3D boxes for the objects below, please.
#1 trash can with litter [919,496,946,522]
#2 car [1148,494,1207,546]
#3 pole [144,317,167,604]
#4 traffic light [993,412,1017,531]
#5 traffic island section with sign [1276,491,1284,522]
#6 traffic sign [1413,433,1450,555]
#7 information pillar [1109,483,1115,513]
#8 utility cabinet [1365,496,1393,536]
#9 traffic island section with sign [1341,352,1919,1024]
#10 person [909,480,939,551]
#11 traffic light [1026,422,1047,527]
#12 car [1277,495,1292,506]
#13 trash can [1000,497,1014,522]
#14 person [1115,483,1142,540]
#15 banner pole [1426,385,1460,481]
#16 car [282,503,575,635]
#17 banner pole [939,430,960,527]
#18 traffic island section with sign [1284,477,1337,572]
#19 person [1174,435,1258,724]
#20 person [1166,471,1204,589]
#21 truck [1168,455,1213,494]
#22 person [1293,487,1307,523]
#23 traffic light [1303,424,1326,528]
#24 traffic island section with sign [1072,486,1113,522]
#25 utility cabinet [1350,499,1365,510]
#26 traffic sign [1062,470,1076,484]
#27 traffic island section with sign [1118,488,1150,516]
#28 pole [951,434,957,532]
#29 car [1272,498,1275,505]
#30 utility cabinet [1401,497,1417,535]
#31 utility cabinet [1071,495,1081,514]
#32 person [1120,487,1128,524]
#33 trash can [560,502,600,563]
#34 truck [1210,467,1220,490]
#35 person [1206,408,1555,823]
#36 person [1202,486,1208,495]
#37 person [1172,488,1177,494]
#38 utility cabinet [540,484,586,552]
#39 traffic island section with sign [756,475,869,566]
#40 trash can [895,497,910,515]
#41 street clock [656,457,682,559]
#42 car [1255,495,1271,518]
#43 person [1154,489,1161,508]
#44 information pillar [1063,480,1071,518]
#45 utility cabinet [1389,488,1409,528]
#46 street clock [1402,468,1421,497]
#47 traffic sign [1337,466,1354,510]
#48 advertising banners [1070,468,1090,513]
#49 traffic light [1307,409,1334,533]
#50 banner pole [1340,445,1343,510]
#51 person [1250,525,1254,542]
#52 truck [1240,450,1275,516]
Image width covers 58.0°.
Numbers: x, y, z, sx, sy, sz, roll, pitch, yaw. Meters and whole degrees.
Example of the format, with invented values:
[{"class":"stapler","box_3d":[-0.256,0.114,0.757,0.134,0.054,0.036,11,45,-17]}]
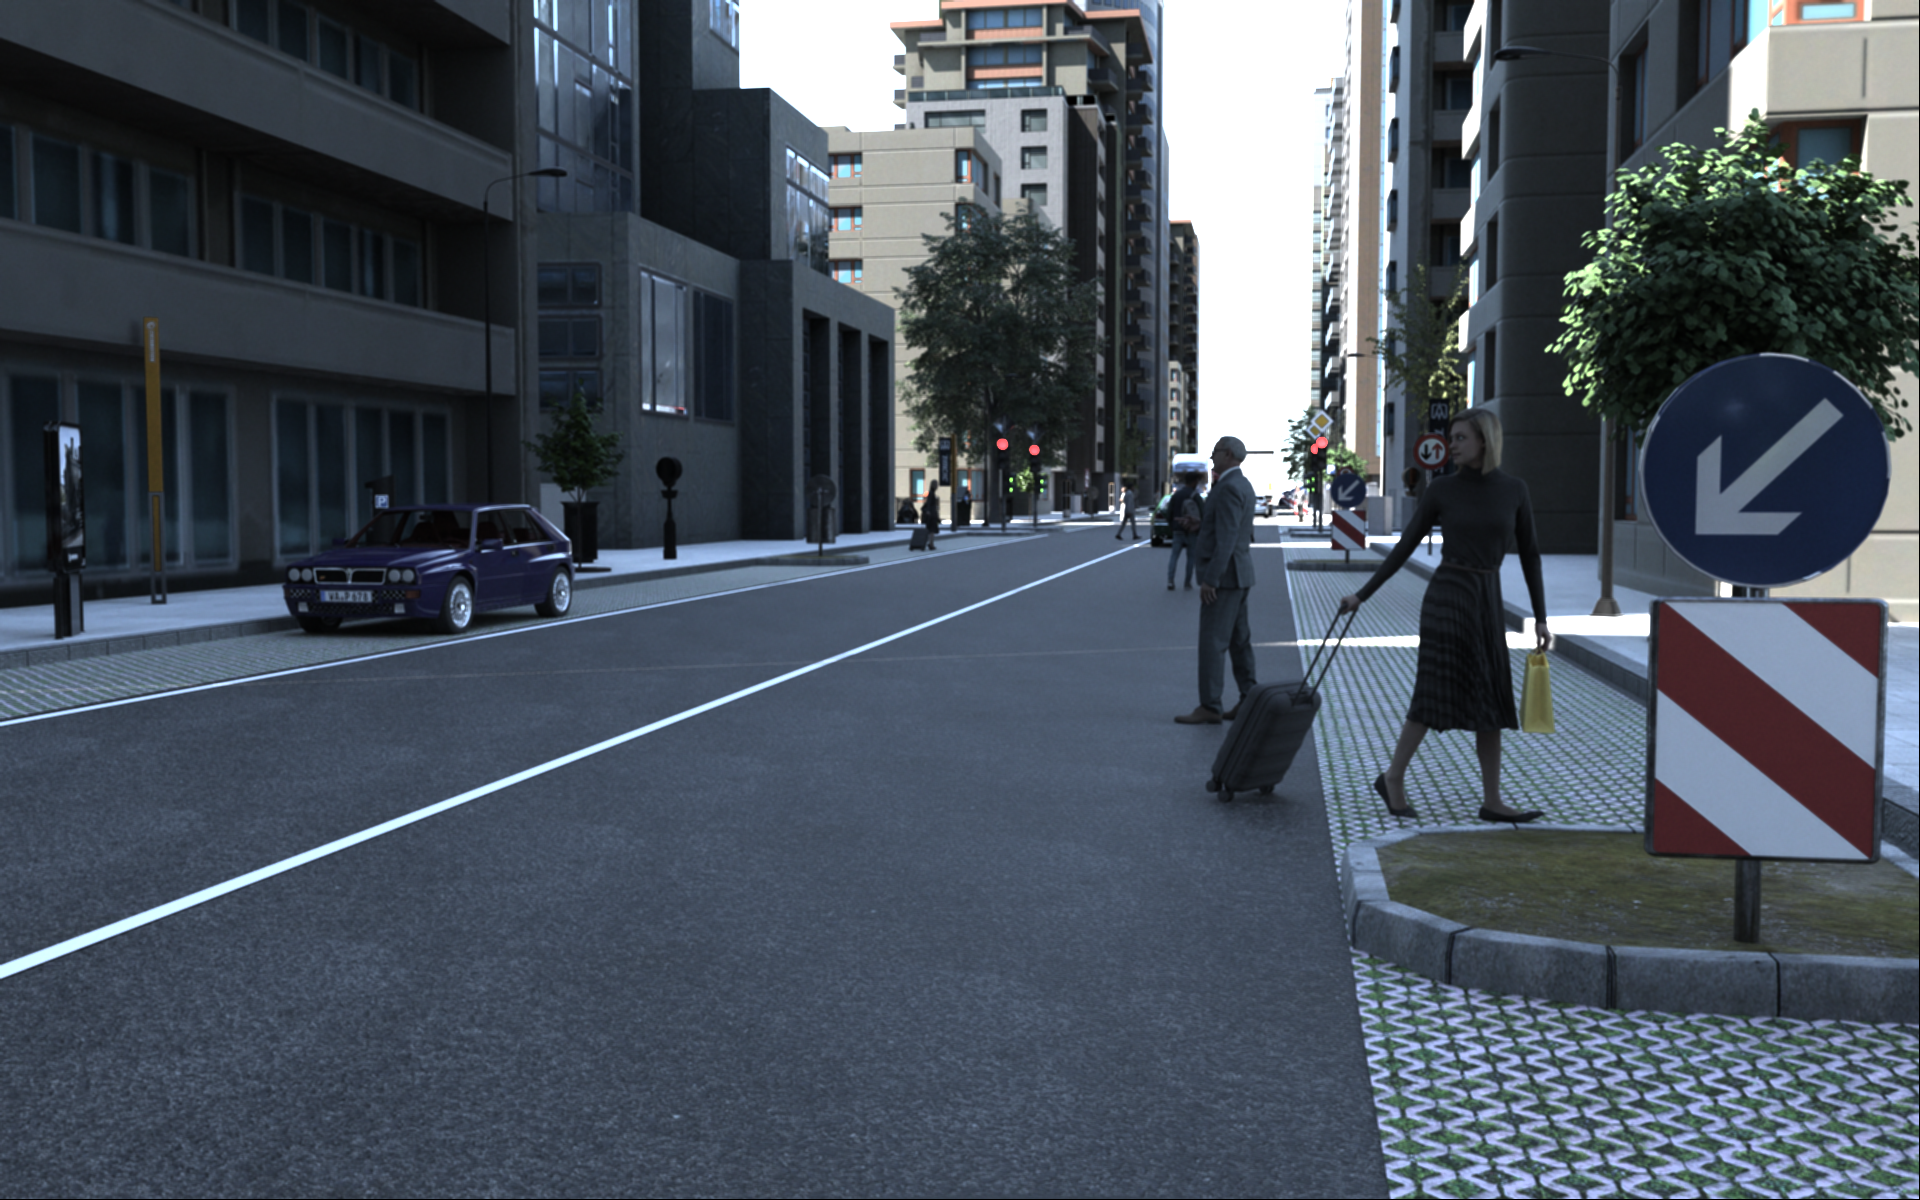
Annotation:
[{"class":"trash can with litter","box_3d":[-1.463,-4.293,81.255,1.678,1.210,2.233,3,4,37]},{"class":"car","box_3d":[6.330,-2.253,48.640,2.131,1.459,4.920,1,4,9]},{"class":"pole","box_3d":[-9.349,-1.607,20.118,0.158,3.312,0.155,0,3,0]},{"class":"traffic light","box_3d":[1.522,-4.307,59.339,0.839,4.253,0.868,1,4,10]},{"class":"traffic island section with sign","box_3d":[17.143,-4.840,87.756,1.989,1.847,2.006,1,4,10]},{"class":"traffic sign","box_3d":[9.881,-2.216,36.337,0.768,2.556,0.104,1,4,12]},{"class":"information pillar","box_3d":[10.346,-6.923,117.685,0.304,2.012,0.304,2,4,29]},{"class":"utility cabinet","box_3d":[12.959,-2.585,53.427,0.306,1.237,1.020,-1,4,-17]},{"class":"traffic island section with sign","box_3d":[2.288,0.182,5.654,1.989,1.847,2.006,1,4,10]},{"class":"person","box_3d":[-0.872,-2.152,43.896,0.699,1.804,1.509,2,4,29]},{"class":"traffic light","box_3d":[2.944,-4.788,67.197,0.839,4.253,0.868,1,4,10]},{"class":"car","box_3d":[36.481,-11.086,193.837,1.945,1.354,3.894,1,4,10]},{"class":"trash can","box_3d":[2.085,-4.116,78.947,0.748,1.137,0.748,0,3,0]},{"class":"person","box_3d":[5.287,-2.788,54.351,0.850,1.792,0.678,-1,4,-18]},{"class":"banner pole","box_3d":[11.196,-3.053,39.934,0.863,3.779,0.401,0,4,2]},{"class":"car","box_3d":[-5.676,-0.387,18.907,1.945,1.354,3.894,1,4,11]},{"class":"banner pole","box_3d":[-0.425,-4.726,67.289,0.863,3.779,0.401,1,4,12]},{"class":"traffic island section with sign","box_3d":[7.184,-1.472,32.688,1.989,1.847,2.006,1,4,10]},{"class":"person","box_3d":[1.606,-0.138,10.934,0.590,1.801,0.661,1,4,20]},{"class":"person","box_3d":[3.398,-1.051,26.034,0.623,1.781,0.721,1,4,14]},{"class":"truck","box_3d":[16.682,-8.184,123.563,2.967,4.110,18.799,1,4,9]},{"class":"person","box_3d":[16.777,-4.693,85.415,0.473,1.802,0.592,-3,5,-40]},{"class":"traffic light","box_3d":[13.389,-4.673,65.330,0.839,4.253,0.868,1,4,10]},{"class":"traffic island section with sign","box_3d":[6.841,-4.923,89.114,1.989,1.847,2.006,1,4,10]},{"class":"utility cabinet","box_3d":[18.788,-4.297,81.410,1.020,1.237,0.306,-3,4,-37]},{"class":"traffic sign","box_3d":[5.802,-5.665,92.733,0.768,2.556,0.104,1,4,20]},{"class":"traffic island section with sign","box_3d":[11.650,-6.545,115.638,1.989,1.847,2.006,1,4,10]},{"class":"pole","box_3d":[-0.208,-3.974,58.813,0.158,3.312,0.155,0,3,0]},{"class":"car","box_3d":[26.893,-8.870,154.057,2.155,1.783,4.494,1,4,11]},{"class":"utility cabinet","box_3d":[11.390,-2.001,43.876,0.306,1.237,1.020,1,4,20]},{"class":"utility cabinet","box_3d":[7.640,-6.308,114.299,0.306,1.237,1.020,2,4,31]},{"class":"person","box_3d":[7.900,-4.566,83.706,0.362,1.759,0.519,-1,4,-22]},{"class":"trash can","box_3d":[-7.077,-1.264,32.319,0.748,1.137,0.748,0,3,0]},{"class":"truck","box_3d":[27.914,-11.954,184.356,2.839,4.237,11.283,1,4,10]},{"class":"person","box_3d":[1.927,0.057,7.784,1.509,1.804,0.699,3,5,44]},{"class":"person","box_3d":[12.411,-4.823,87.314,0.822,1.834,0.622,1,4,9]},{"class":"person","box_3d":[11.964,-5.369,96.764,0.782,1.767,0.515,1,4,11]},{"class":"utility cabinet","box_3d":[-8.643,-1.750,37.295,0.318,1.500,1.173,3,5,44]},{"class":"traffic island section with sign","box_3d":[-2.920,-1.624,35.175,1.989,1.847,2.006,1,4,10]},{"class":"trash can","box_3d":[-2.608,-4.101,78.706,0.748,1.137,0.748,0,3,0]},{"class":"street clock","box_3d":[-5.717,-1.805,34.086,0.471,2.002,0.358,2,4,26]},{"class":"car","box_3d":[17.653,-5.631,104.064,2.014,1.417,4.499,1,4,9]},{"class":"person","box_3d":[14.187,-7.087,124.559,0.511,1.800,0.466,1,4,20]},{"class":"information pillar","box_3d":[5.670,-5.356,92.055,0.304,2.012,0.304,-2,4,-32]},{"class":"utility cabinet","box_3d":[16.435,-3.440,64.921,0.318,1.500,1.173,3,4,38]},{"class":"street clock","box_3d":[12.404,-2.634,47.639,0.471,2.002,0.358,0,4,-5]},{"class":"traffic sign","box_3d":[17.610,-4.831,79.092,0.768,2.556,0.104,1,4,12]},{"class":"advertising banners","box_3d":[8.094,-7.389,116.991,0.090,3.025,2.074,3,5,44]},{"class":"traffic light","box_3d":[11.967,-4.193,57.472,0.839,4.253,0.868,1,4,10]},{"class":"banner pole","box_3d":[19.613,-6.060,89.100,0.401,3.779,0.863,1,4,13]},{"class":"person","box_3d":[8.498,-2.641,51.649,0.622,1.834,0.822,0,4,0]},{"class":"truck","box_3d":[19.590,-7.751,115.642,2.839,4.237,11.283,1,4,9]}]
